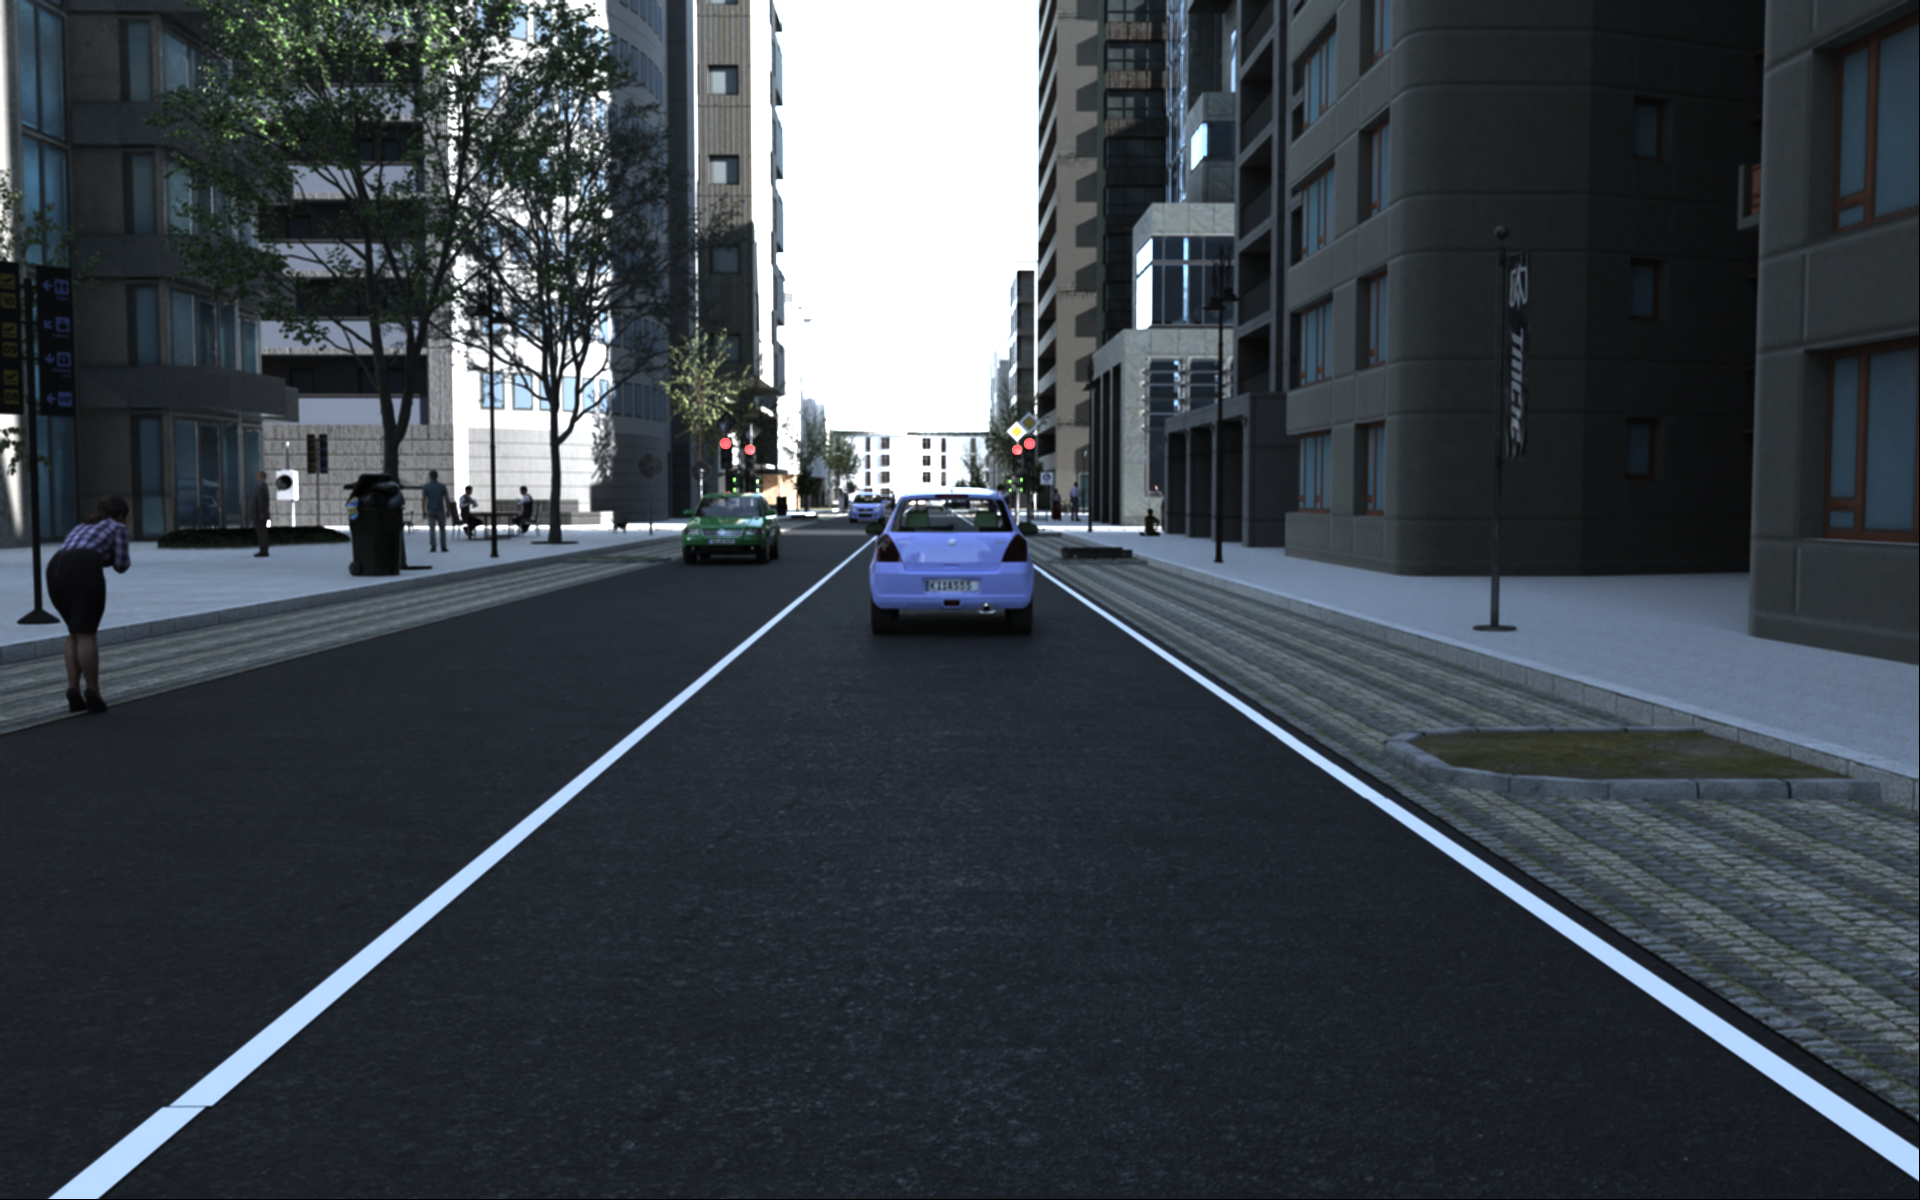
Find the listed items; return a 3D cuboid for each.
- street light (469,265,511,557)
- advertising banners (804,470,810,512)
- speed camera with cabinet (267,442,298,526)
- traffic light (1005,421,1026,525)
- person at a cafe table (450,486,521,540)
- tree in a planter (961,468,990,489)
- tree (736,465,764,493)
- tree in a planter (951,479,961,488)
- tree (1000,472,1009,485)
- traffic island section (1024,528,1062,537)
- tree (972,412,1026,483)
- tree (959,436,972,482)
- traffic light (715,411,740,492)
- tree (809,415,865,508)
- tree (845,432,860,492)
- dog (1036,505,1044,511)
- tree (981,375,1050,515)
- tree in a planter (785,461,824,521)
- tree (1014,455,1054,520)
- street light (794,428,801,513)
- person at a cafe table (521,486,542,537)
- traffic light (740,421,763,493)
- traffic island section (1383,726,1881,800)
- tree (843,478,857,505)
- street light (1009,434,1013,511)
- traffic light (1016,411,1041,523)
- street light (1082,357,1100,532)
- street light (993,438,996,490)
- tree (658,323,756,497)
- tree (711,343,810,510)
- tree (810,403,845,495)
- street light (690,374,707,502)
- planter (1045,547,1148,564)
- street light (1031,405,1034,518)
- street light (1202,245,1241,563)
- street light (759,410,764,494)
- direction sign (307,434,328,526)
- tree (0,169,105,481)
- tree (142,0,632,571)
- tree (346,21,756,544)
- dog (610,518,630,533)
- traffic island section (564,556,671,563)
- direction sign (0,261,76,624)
[{"bbox_3d":[-9.471,-3.809,35.058,0.468,5.910,1.993,0,4,-1],"label":"street light"},{"bbox_3d":[-11.192,-7.985,126.735,0.090,3.025,2.074,-1,4,-15],"label":"advertising banners"},{"bbox_3d":[-26.199,-4.357,65.570,2.038,3.252,0.660,-1,4,-8],"label":"speed camera with cabinet"},{"bbox_3d":[2.173,-4.764,66.814,0.839,4.253,0.868,0,4,-1],"label":"traffic light"},{"bbox_3d":[-13.597,-2.475,48.977,1.622,1.524,1.698,1,4,9],"label":"person at a cafe table"},{"bbox_3d":[1.238,-7.430,118.696,1.991,3.239,1.994,0,4,-1],"label":"tree in a planter"},{"bbox_3d":[-11.653,-6.231,96.484,1.663,3.219,1.824,0,3,0],"label":"tree"},{"bbox_3d":[0.283,-10.538,169.516,1.991,3.239,1.994,0,4,-1],"label":"tree in a planter"},{"bbox_3d":[3.899,-9.213,145.229,1.663,3.219,1.824,0,3,0],"label":"tree"},{"bbox_3d":[2.364,-2.242,58.945,2.009,0.180,2.903,0,4,-1],"label":"traffic island section"},{"bbox_3d":[3.884,-12.159,149.165,4.360,8.622,3.978,0,3,0],"label":"tree"},{"bbox_3d":[1.807,-16.462,219.516,4.360,8.622,3.978,0,3,0],"label":"tree"},{"bbox_3d":[-7.876,-4.263,58.624,0.839,4.253,0.868,0,4,-1],"label":"traffic light"},{"bbox_3d":[-11.584,-12.655,157.263,4.737,8.622,4.395,0,3,0],"label":"tree"},{"bbox_3d":[-13.002,-14.880,193.646,4.360,8.622,3.978,0,3,0],"label":"tree"},{"bbox_3d":[5.894,-6.777,127.639,0.406,0.507,0.540,3,5,42],"label":"dog"},{"bbox_3d":[3.371,-9.544,106.410,4.737,8.622,4.395,0,3,0],"label":"tree"},{"bbox_3d":[-8.207,-5.773,91.606,1.991,3.239,1.994,0,4,-1],"label":"tree in a planter"},{"bbox_3d":[3.987,-5.656,87.070,1.663,3.219,1.824,0,3,0],"label":"tree"},{"bbox_3d":[-11.119,-8.907,118.409,0.468,5.910,1.993,0,4,-1],"label":"street light"},{"bbox_3d":[-13.501,-2.683,52.379,1.622,1.524,1.698,0,4,-5],"label":"person at a cafe table"},{"bbox_3d":[-8.026,-4.751,66.607,0.839,4.253,0.868,0,4,-1],"label":"traffic light"},{"bbox_3d":[3.301,0.845,9.058,1.991,0.108,1.994,0,4,-1],"label":"traffic island section"},{"bbox_3d":[-13.140,-12.940,206.169,1.663,3.219,1.824,0,3,0],"label":"tree"},{"bbox_3d":[3.341,-8.749,115.833,0.468,5.910,1.993,0,4,-1],"label":"street light"},{"bbox_3d":[2.323,-4.276,58.831,0.839,4.253,0.868,0,4,-1],"label":"traffic light"},{"bbox_3d":[4.396,-5.233,58.350,0.468,5.910,1.993,0,4,-1],"label":"street light"},{"bbox_3d":[2.803,-10.319,141.500,0.468,5.910,1.993,0,4,-1],"label":"street light"},{"bbox_3d":[-11.028,-7.628,75.081,4.737,8.622,4.395,0,3,0],"label":"tree"},{"bbox_3d":[-10.494,-8.250,85.254,4.360,8.622,3.978,0,3,0],"label":"tree"},{"bbox_3d":[-12.405,-11.562,139.401,4.360,8.622,3.978,0,3,0],"label":"tree"},{"bbox_3d":[-10.096,-5.767,67.074,0.468,5.910,1.993,0,4,-1],"label":"street light"},{"bbox_3d":[2.787,-0.908,35.991,1.991,0.319,1.994,0,4,-1],"label":"planter"},{"bbox_3d":[3.759,-7.145,89.600,0.468,5.910,1.993,0,4,-1],"label":"street light"},{"bbox_3d":[4.861,-3.644,32.367,0.468,5.910,1.993,0,4,-1],"label":"street light"},{"bbox_3d":[-10.638,-7.337,92.741,0.468,5.910,1.993,0,4,-1],"label":"street light"},{"bbox_3d":[-24.324,-4.504,65.630,0.876,3.537,0.379,1,4,16],"label":"direction sign"},{"bbox_3d":[-17.862,-4.918,30.779,4.737,8.622,4.395,0,3,0],"label":"tree"},{"bbox_3d":[-9.561,-6.333,29.304,9.928,11.665,9.643,0,3,0],"label":"tree"},{"bbox_3d":[-10.343,-8.202,44.477,12.009,13.543,11.850,0,3,0],"label":"tree"},{"bbox_3d":[-11.076,-2.422,56.427,0.540,0.507,0.406,-2,4,-31],"label":"dog"},{"bbox_3d":[-7.184,-0.844,36.663,1.991,0.108,1.994,0,4,-1],"label":"traffic island section"},{"bbox_3d":[-9.165,-1.537,17.126,0.379,3.537,0.876,2,4,32],"label":"direction sign"}]
